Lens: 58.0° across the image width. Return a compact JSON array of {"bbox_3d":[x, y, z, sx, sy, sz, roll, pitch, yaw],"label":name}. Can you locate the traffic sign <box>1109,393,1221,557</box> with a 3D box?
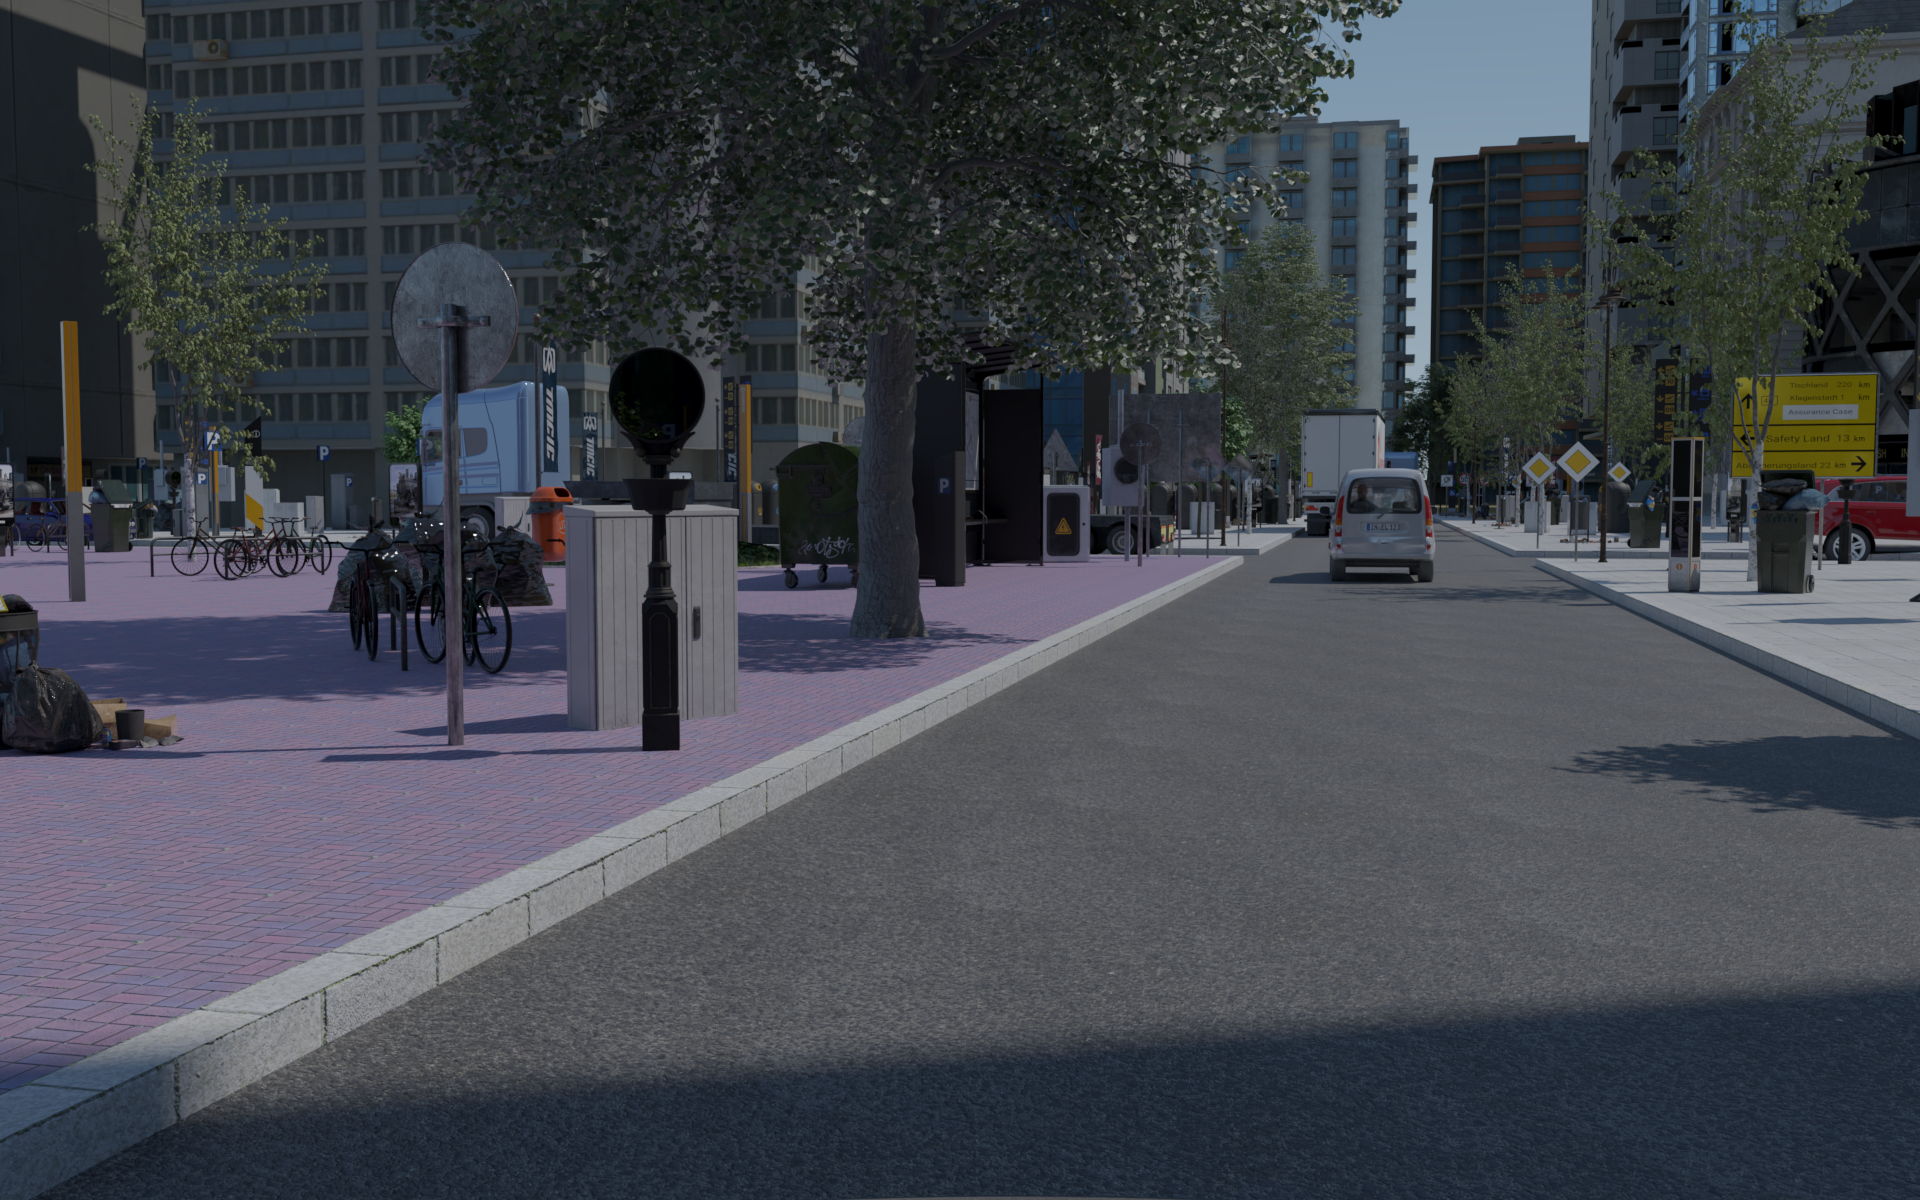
[{"bbox_3d":[4.135,-2.521,35.097,2.265,3.308,0.079,1,4,15],"label":"traffic sign"}]

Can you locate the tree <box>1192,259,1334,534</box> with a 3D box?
[{"bbox_3d":[9.442,-6.393,54.894,4.360,8.622,3.978,0,3,0],"label":"tree"}]

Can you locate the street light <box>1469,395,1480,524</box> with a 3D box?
[{"bbox_3d":[22.193,-6.230,74.648,0.468,5.910,1.993,1,4,13],"label":"street light"}]

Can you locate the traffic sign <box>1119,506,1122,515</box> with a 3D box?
[{"bbox_3d":[4.266,-2.808,46.023,0.768,2.556,0.104,1,4,18],"label":"traffic sign"}]

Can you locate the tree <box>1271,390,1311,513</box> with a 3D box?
[{"bbox_3d":[22.666,-10.067,114.953,4.737,8.622,4.395,0,3,0],"label":"tree"}]

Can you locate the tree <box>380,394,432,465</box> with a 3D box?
[{"bbox_3d":[-17.531,-4.486,57.060,4.285,4.588,4.351,0,3,0],"label":"tree"}]

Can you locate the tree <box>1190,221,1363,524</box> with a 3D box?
[{"bbox_3d":[13.235,-9.467,72.917,7.486,12.596,7.792,0,3,0],"label":"tree"}]

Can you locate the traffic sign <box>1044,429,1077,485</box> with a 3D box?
[{"bbox_3d":[1.895,-2.119,34.649,0.884,2.594,0.081,1,4,20],"label":"traffic sign"}]

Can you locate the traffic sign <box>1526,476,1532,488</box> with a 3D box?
[{"bbox_3d":[31.553,-5.717,95.595,0.606,2.300,0.079,1,4,20],"label":"traffic sign"}]

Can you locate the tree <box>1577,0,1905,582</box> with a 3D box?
[{"bbox_3d":[11.599,-4.591,25.432,4.737,8.622,4.395,0,3,0],"label":"tree"}]

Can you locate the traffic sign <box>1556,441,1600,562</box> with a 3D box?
[{"bbox_3d":[11.684,-1.784,32.805,0.795,2.450,0.064,1,4,13],"label":"traffic sign"}]

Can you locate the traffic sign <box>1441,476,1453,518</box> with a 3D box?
[{"bbox_3d":[26.261,-5.586,93.458,0.606,2.300,0.079,1,4,14],"label":"traffic sign"}]

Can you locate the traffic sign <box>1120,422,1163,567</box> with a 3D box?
[{"bbox_3d":[3.184,-1.865,30.591,0.768,2.556,0.104,1,4,16],"label":"traffic sign"}]

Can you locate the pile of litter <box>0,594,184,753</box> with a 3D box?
[{"bbox_3d":[-4.887,0.302,9.021,1.719,0.858,1.176,2,4,27],"label":"pile of litter"}]

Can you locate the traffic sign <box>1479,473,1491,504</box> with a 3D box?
[{"bbox_3d":[32.384,-6.531,106.883,0.768,2.556,0.104,1,4,21],"label":"traffic sign"}]

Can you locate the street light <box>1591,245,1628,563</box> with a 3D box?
[{"bbox_3d":[12.057,-3.640,32.307,0.468,5.910,1.993,1,4,13],"label":"street light"}]

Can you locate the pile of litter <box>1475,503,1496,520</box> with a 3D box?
[{"bbox_3d":[26.451,-4.446,86.661,1.719,0.858,1.176,0,4,-2],"label":"pile of litter"}]

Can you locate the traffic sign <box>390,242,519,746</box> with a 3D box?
[{"bbox_3d":[-2.579,-0.531,8.782,0.768,2.556,0.104,1,4,20],"label":"traffic sign"}]

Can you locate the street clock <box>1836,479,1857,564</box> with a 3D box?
[{"bbox_3d":[16.179,-1.654,31.618,0.471,2.002,0.358,3,5,42],"label":"street clock"}]

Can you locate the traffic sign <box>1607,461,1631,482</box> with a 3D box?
[{"bbox_3d":[23.331,-3.679,61.343,0.795,2.450,0.064,1,4,22],"label":"traffic sign"}]

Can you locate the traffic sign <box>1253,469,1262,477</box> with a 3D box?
[{"bbox_3d":[14.895,-5.348,87.550,0.768,2.556,0.104,1,4,23],"label":"traffic sign"}]

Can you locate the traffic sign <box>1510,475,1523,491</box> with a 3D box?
[{"bbox_3d":[33.553,-6.326,104.613,0.795,2.450,0.064,1,4,20],"label":"traffic sign"}]

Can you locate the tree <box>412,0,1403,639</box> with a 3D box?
[{"bbox_3d":[-0.585,-6.651,15.396,9.857,13.997,8.962,0,3,0],"label":"tree"}]

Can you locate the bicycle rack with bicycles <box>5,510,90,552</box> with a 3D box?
[{"bbox_3d":[-21.042,-1.551,38.737,2.852,0.926,2.925,0,4,1],"label":"bicycle rack with bicycles"}]

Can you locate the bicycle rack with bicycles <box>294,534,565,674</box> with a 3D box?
[{"bbox_3d":[-3.582,-0.006,13.475,2.852,0.926,2.925,-1,4,-19],"label":"bicycle rack with bicycles"}]

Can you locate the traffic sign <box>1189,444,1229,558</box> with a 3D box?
[{"bbox_3d":[4.935,-1.884,34.440,0.795,2.450,0.064,1,4,13],"label":"traffic sign"}]

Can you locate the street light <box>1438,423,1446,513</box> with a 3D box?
[{"bbox_3d":[31.344,-8.566,112.843,0.468,5.910,1.993,1,4,13],"label":"street light"}]

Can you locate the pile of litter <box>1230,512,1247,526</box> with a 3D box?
[{"bbox_3d":[11.494,-3.478,70.830,1.176,0.858,1.719,2,4,29],"label":"pile of litter"}]

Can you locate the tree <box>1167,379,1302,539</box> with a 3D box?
[{"bbox_3d":[6.819,-4.025,49.520,4.285,4.588,4.351,0,3,0],"label":"tree"}]

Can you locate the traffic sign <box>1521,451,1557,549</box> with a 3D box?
[{"bbox_3d":[13.548,-2.259,40.570,0.795,2.450,0.064,1,4,13],"label":"traffic sign"}]

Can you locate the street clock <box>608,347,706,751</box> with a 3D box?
[{"bbox_3d":[-1.506,-0.251,8.677,0.471,2.002,0.358,-1,4,-8],"label":"street clock"}]

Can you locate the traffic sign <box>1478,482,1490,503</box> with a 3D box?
[{"bbox_3d":[33.630,-6.809,111.335,0.884,2.594,0.081,1,4,20],"label":"traffic sign"}]

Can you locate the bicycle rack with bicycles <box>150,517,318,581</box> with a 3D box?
[{"bbox_3d":[-11.096,-0.842,27.152,2.852,0.926,2.925,2,4,31],"label":"bicycle rack with bicycles"}]

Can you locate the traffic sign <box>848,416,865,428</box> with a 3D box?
[{"bbox_3d":[-1.587,-1.729,28.380,0.768,2.556,0.104,1,4,22],"label":"traffic sign"}]

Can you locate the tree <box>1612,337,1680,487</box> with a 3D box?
[{"bbox_3d":[32.062,-8.057,82.087,4.360,8.622,3.978,0,3,0],"label":"tree"}]

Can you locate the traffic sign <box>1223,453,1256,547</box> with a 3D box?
[{"bbox_3d":[6.800,-2.359,42.205,0.795,2.450,0.064,1,4,13],"label":"traffic sign"}]

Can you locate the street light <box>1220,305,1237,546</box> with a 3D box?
[{"bbox_3d":[6.503,-4.271,42.612,0.468,5.910,1.993,1,4,13],"label":"street light"}]

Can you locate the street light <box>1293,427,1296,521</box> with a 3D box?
[{"bbox_3d":[15.683,-6.623,81.080,0.468,5.910,1.993,1,4,13],"label":"street light"}]

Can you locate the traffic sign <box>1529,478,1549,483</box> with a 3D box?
[{"bbox_3d":[26.568,-4.863,79.508,0.884,2.594,0.081,1,4,15],"label":"traffic sign"}]

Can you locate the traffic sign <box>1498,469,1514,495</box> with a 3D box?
[{"bbox_3d":[25.930,-5.030,82.339,0.768,2.556,0.104,1,4,20],"label":"traffic sign"}]

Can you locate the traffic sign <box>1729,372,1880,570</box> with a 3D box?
[{"bbox_3d":[14.193,-2.161,29.201,2.265,3.308,0.079,1,4,17],"label":"traffic sign"}]

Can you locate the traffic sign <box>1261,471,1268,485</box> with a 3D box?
[{"bbox_3d":[16.883,-5.931,97.081,0.768,2.556,0.104,1,4,16],"label":"traffic sign"}]

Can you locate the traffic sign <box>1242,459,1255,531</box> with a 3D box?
[{"bbox_3d":[9.761,-3.638,59.588,0.768,2.556,0.104,1,4,15],"label":"traffic sign"}]

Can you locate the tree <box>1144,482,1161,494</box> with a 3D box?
[{"bbox_3d":[11.100,-6.437,99.846,1.663,3.219,1.824,0,3,0],"label":"tree"}]

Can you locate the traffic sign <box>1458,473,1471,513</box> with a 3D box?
[{"bbox_3d":[30.295,-6.358,104.064,0.768,2.556,0.104,1,4,21],"label":"traffic sign"}]
